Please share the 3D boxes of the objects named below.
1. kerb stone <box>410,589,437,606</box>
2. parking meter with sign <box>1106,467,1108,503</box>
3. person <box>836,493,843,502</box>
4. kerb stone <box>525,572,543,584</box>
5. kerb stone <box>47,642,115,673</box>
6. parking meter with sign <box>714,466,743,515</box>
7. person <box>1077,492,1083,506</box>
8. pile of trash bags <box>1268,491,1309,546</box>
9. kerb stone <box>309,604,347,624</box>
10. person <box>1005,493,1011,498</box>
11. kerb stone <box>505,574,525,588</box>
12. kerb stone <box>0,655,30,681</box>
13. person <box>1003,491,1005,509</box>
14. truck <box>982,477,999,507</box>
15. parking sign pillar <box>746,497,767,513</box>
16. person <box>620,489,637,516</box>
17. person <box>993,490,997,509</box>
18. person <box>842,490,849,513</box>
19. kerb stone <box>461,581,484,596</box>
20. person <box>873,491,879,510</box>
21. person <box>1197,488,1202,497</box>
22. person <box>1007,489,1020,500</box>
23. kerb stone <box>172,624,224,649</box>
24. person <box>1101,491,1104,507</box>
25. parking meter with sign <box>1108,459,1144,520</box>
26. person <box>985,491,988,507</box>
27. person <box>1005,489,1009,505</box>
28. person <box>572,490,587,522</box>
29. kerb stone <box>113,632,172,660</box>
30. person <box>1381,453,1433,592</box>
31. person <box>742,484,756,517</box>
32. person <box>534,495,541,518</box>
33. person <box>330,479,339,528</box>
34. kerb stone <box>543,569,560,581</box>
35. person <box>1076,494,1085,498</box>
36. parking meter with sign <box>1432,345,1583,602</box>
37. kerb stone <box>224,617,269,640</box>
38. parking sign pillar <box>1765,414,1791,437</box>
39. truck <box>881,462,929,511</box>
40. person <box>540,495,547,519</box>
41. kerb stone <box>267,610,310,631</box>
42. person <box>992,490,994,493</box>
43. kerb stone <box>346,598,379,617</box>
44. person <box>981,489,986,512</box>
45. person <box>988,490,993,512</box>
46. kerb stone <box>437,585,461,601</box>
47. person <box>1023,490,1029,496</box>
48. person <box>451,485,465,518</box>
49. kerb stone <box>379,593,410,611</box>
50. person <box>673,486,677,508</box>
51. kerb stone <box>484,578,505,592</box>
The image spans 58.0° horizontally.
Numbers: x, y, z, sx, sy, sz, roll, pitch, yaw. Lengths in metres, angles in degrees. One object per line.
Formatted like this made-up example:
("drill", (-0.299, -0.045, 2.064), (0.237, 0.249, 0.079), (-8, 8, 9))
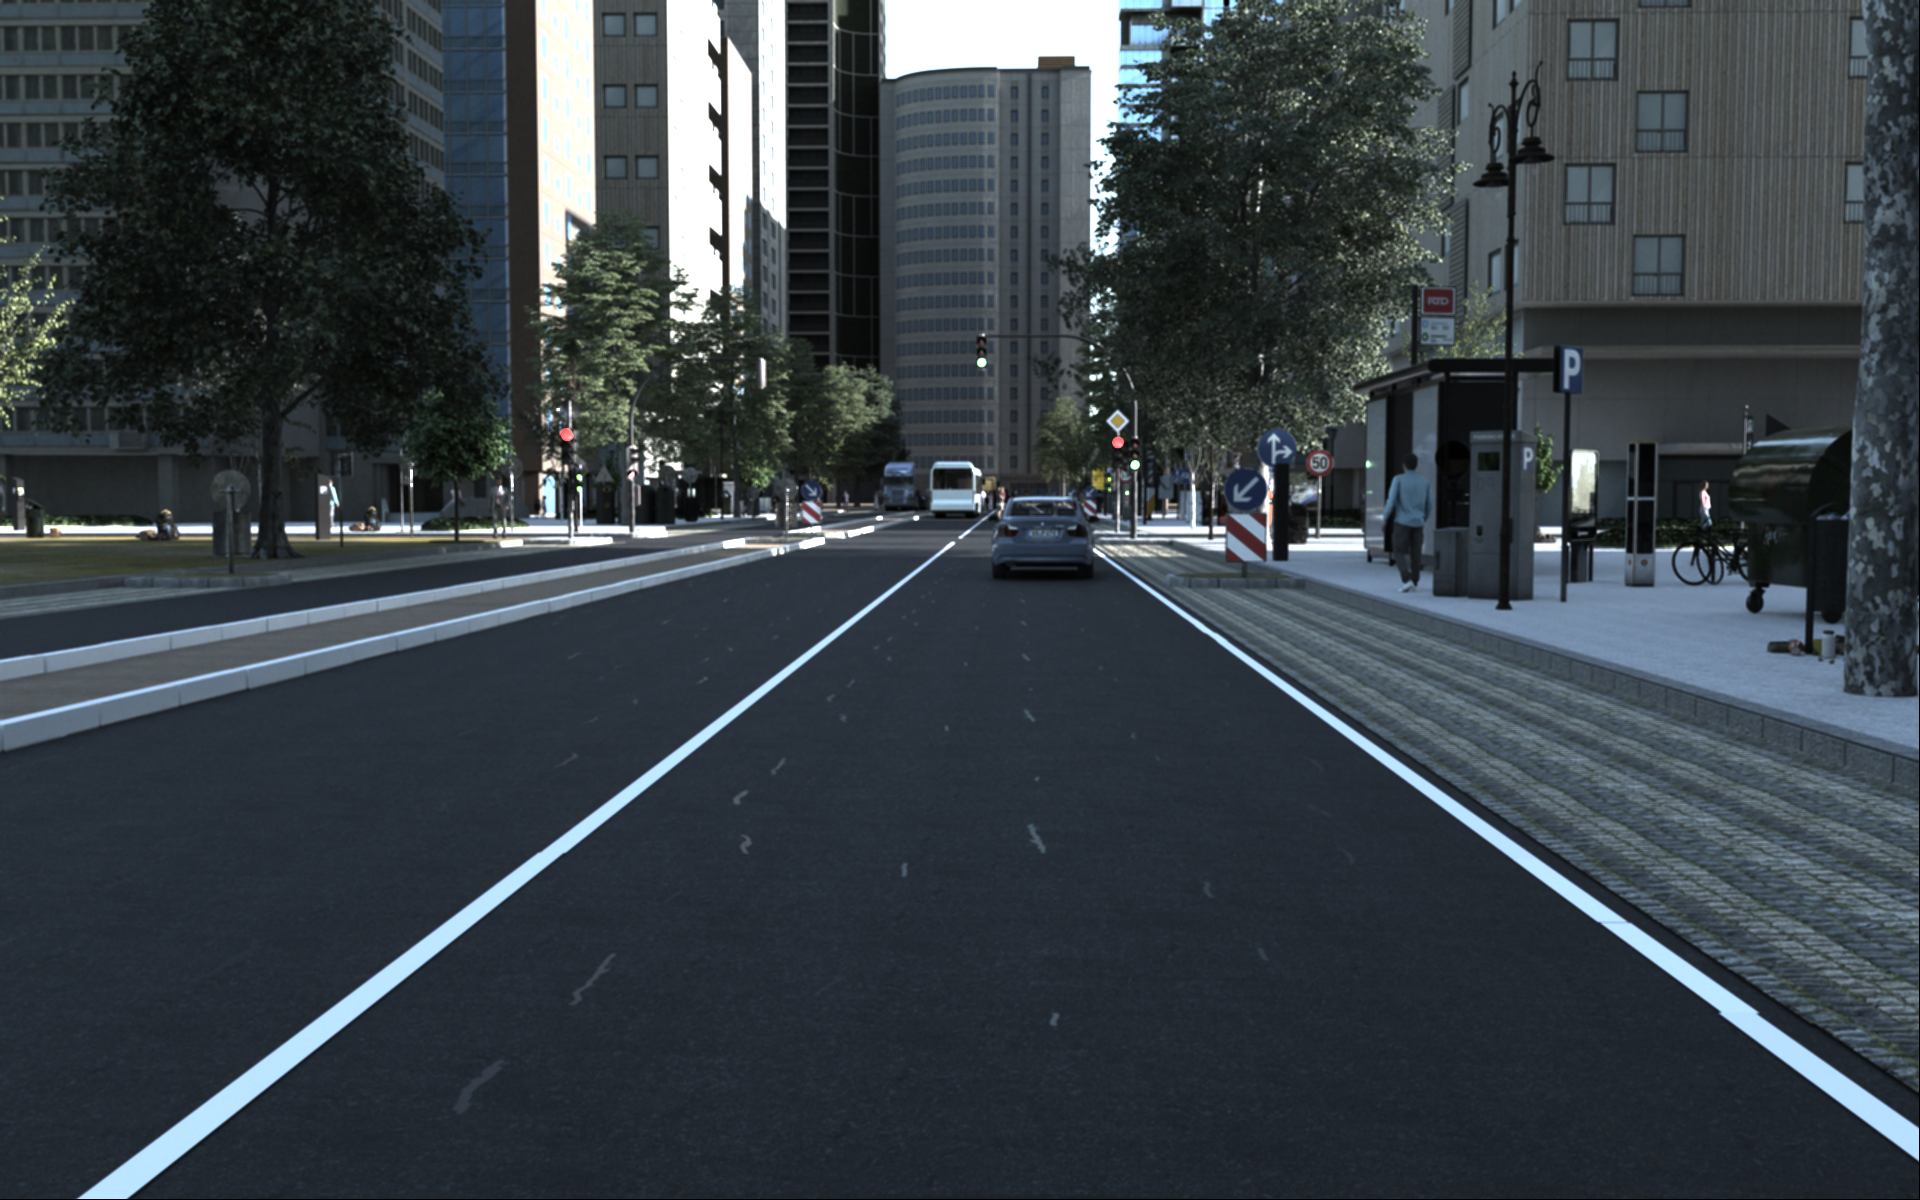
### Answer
("kerb stone", (-7.059, -0.017, 22.496), (0.120, 0.150, 1.000), (0, 4, 2))
("parking meter with sign", (9.871, -7.111, 112.519), (0.543, 3.016, 1.738), (1, 4, 13))
("person", (-11.301, -9.383, 162.685), (0.697, 1.427, 0.421), (1, 4, 15))
("kerb stone", (-6.892, -0.332, 27.618), (0.120, 0.150, 1.000), (0, 4, 2))
("kerb stone", (-7.317, 0.486, 14.301), (0.120, 0.150, 1.000), (0, 4, 2))
("parking meter with sign", (-14.439, -6.848, 108.220), (1.738, 3.016, 0.543), (-1, 4, -15))
("person", (12.205, -10.405, 176.299), (1.348, 1.807, 0.705), (0, 4, -6))
("pile of trash bags", (7.976, -2.127, 44.524), (1.912, 1.369, 3.447), (1, 4, 15))
("kerb stone", (-7.161, 0.169, 19.427), (0.120, 0.150, 1.000), (0, 4, 2))
("person", (4.009, -8.518, 147.849), (0.705, 1.814, 1.350), (2, 4, 34))
("kerb stone", (-6.926, -0.269, 26.596), (0.120, 0.150, 1.000), (0, 4, 2))
("kerb stone", (-7.363, 0.545, 13.280), (0.120, 0.150, 1.000), (0, 4, 2))
("person", (4.046, -8.986, 156.216), (0.445, 1.727, 0.742), (-1, 4, -22))
("truck", (2.708, -12.274, 196.595), (3.469, 3.379, 9.791), (0, 4, 2))
("parking sign pillar", (-13.592, -7.743, 115.073), (1.447, 3.967, 1.447), (0, 4, -3))
("person", (-13.639, -3.986, 71.320), (0.694, 1.812, 0.767), (0, 4, -3))
("person", (3.314, -9.459, 163.173), (0.705, 1.821, 1.348), (-3, 4, -37))
("person", (-8.887, -7.656, 134.587), (0.541, 1.710, 0.530), (-1, 4, -9))
("kerb stone", (-6.999, -0.144, 24.546), (0.120, 0.150, 1.000), (0, 4, 2))
("person", (-7.440, -8.777, 152.667), (0.621, 1.740, 0.551), (-2, 4, -27))
("person", (19.901, -8.455, 144.247), (0.705, 1.831, 1.348), (-1, 4, -21))
("person", (4.411, -7.974, 138.503), (1.348, 1.869, 0.705), (0, 4, -5))
("kerb stone", (-7.262, 0.357, 16.353), (0.120, 0.150, 1.000), (0, 4, 2))
("person", (14.484, -10.344, 175.887), (0.721, 1.743, 1.217), (3, 5, 41))
("parking meter with sign", (8.366, -5.459, 85.512), (1.738, 3.016, 0.543), (2, 4, 27))
("person", (2.785, -10.997, 188.318), (0.705, 1.823, 1.348), (1, 4, 18))
("person", (3.885, -8.415, 146.054), (0.705, 1.831, 1.348), (1, 4, 20))
("person", (-17.807, -4.565, 80.646), (0.822, 1.834, 0.622), (2, 4, 27))
("kerb stone", (-7.296, 0.420, 15.325), (0.120, 0.150, 1.000), (0, 4, 2))
("person", (5.909, -1.023, 22.781), (0.660, 1.820, 0.620), (-1, 4, -14))
("person", (-11.687, -5.534, 96.484), (0.822, 1.834, 0.622), (1, 4, 15))
("person", (-22.474, -4.976, 92.065), (0.362, 1.253, 0.373), (0, 4, 2))
("person", (-23.495, -3.579, 64.427), (0.638, 1.841, 0.748), (3, 5, 43))
("kerb stone", (-6.857, -0.394, 28.641), (0.120, 0.150, 1.000), (0, 4, 2))
("person", (14.845, -12.574, 214.015), (1.348, 1.831, 0.705), (-1, 4, -12))
("parking meter with sign", (6.628, -1.522, 21.146), (0.543, 3.016, 1.738), (-3, 5, -43))
("kerb stone", (-7.232, 0.299, 17.375), (0.120, 0.150, 1.000), (0, 4, 2))
("parking sign pillar", (27.606, -4.243, 57.839), (1.447, 3.967, 1.447), (1, 4, 14))
("truck", (-4.608, -9.901, 151.644), (2.967, 4.110, 18.799), (0, 4, 3))
("person", (-21.853, -4.882, 90.875), (0.382, 1.210, 0.505), (0, 4, -8))
("kerb stone", (-7.196, 0.232, 18.401), (0.120, 0.150, 1.000), (0, 4, 2))
("person", (3.449, -10.372, 178.014), (0.705, 1.831, 1.348), (1, 4, 20))
("kerb stone", (-7.131, 0.107, 20.449), (0.120, 0.150, 1.000), (0, 4, 2))
("person", (1.679, -7.775, 135.492), (0.709, 1.838, 0.599), (-2, 4, -34))
("person", (2.485, -8.089, 141.426), (0.551, 1.740, 0.621), (3, 4, 37))
("kerb stone", (-7.027, -0.076, 23.519), (0.120, 0.150, 1.000), (0, 4, 2))
("person", (5.101, -7.789, 136.680), (1.217, 1.723, 0.721), (-3, 5, -42))
("person", (-21.174, -4.056, 72.950), (0.593, 1.750, 0.643), (0, 4, 5))
("kerb stone", (-7.090, 0.045, 21.474), (0.120, 0.150, 1.000), (0, 4, 2))
("person", (-17.226, -5.939, 103.490), (0.624, 1.780, 0.694), (-3, 5, -43))
("kerb stone", (-6.963, -0.207, 25.575), (0.120, 0.150, 1.000), (0, 4, 2))
